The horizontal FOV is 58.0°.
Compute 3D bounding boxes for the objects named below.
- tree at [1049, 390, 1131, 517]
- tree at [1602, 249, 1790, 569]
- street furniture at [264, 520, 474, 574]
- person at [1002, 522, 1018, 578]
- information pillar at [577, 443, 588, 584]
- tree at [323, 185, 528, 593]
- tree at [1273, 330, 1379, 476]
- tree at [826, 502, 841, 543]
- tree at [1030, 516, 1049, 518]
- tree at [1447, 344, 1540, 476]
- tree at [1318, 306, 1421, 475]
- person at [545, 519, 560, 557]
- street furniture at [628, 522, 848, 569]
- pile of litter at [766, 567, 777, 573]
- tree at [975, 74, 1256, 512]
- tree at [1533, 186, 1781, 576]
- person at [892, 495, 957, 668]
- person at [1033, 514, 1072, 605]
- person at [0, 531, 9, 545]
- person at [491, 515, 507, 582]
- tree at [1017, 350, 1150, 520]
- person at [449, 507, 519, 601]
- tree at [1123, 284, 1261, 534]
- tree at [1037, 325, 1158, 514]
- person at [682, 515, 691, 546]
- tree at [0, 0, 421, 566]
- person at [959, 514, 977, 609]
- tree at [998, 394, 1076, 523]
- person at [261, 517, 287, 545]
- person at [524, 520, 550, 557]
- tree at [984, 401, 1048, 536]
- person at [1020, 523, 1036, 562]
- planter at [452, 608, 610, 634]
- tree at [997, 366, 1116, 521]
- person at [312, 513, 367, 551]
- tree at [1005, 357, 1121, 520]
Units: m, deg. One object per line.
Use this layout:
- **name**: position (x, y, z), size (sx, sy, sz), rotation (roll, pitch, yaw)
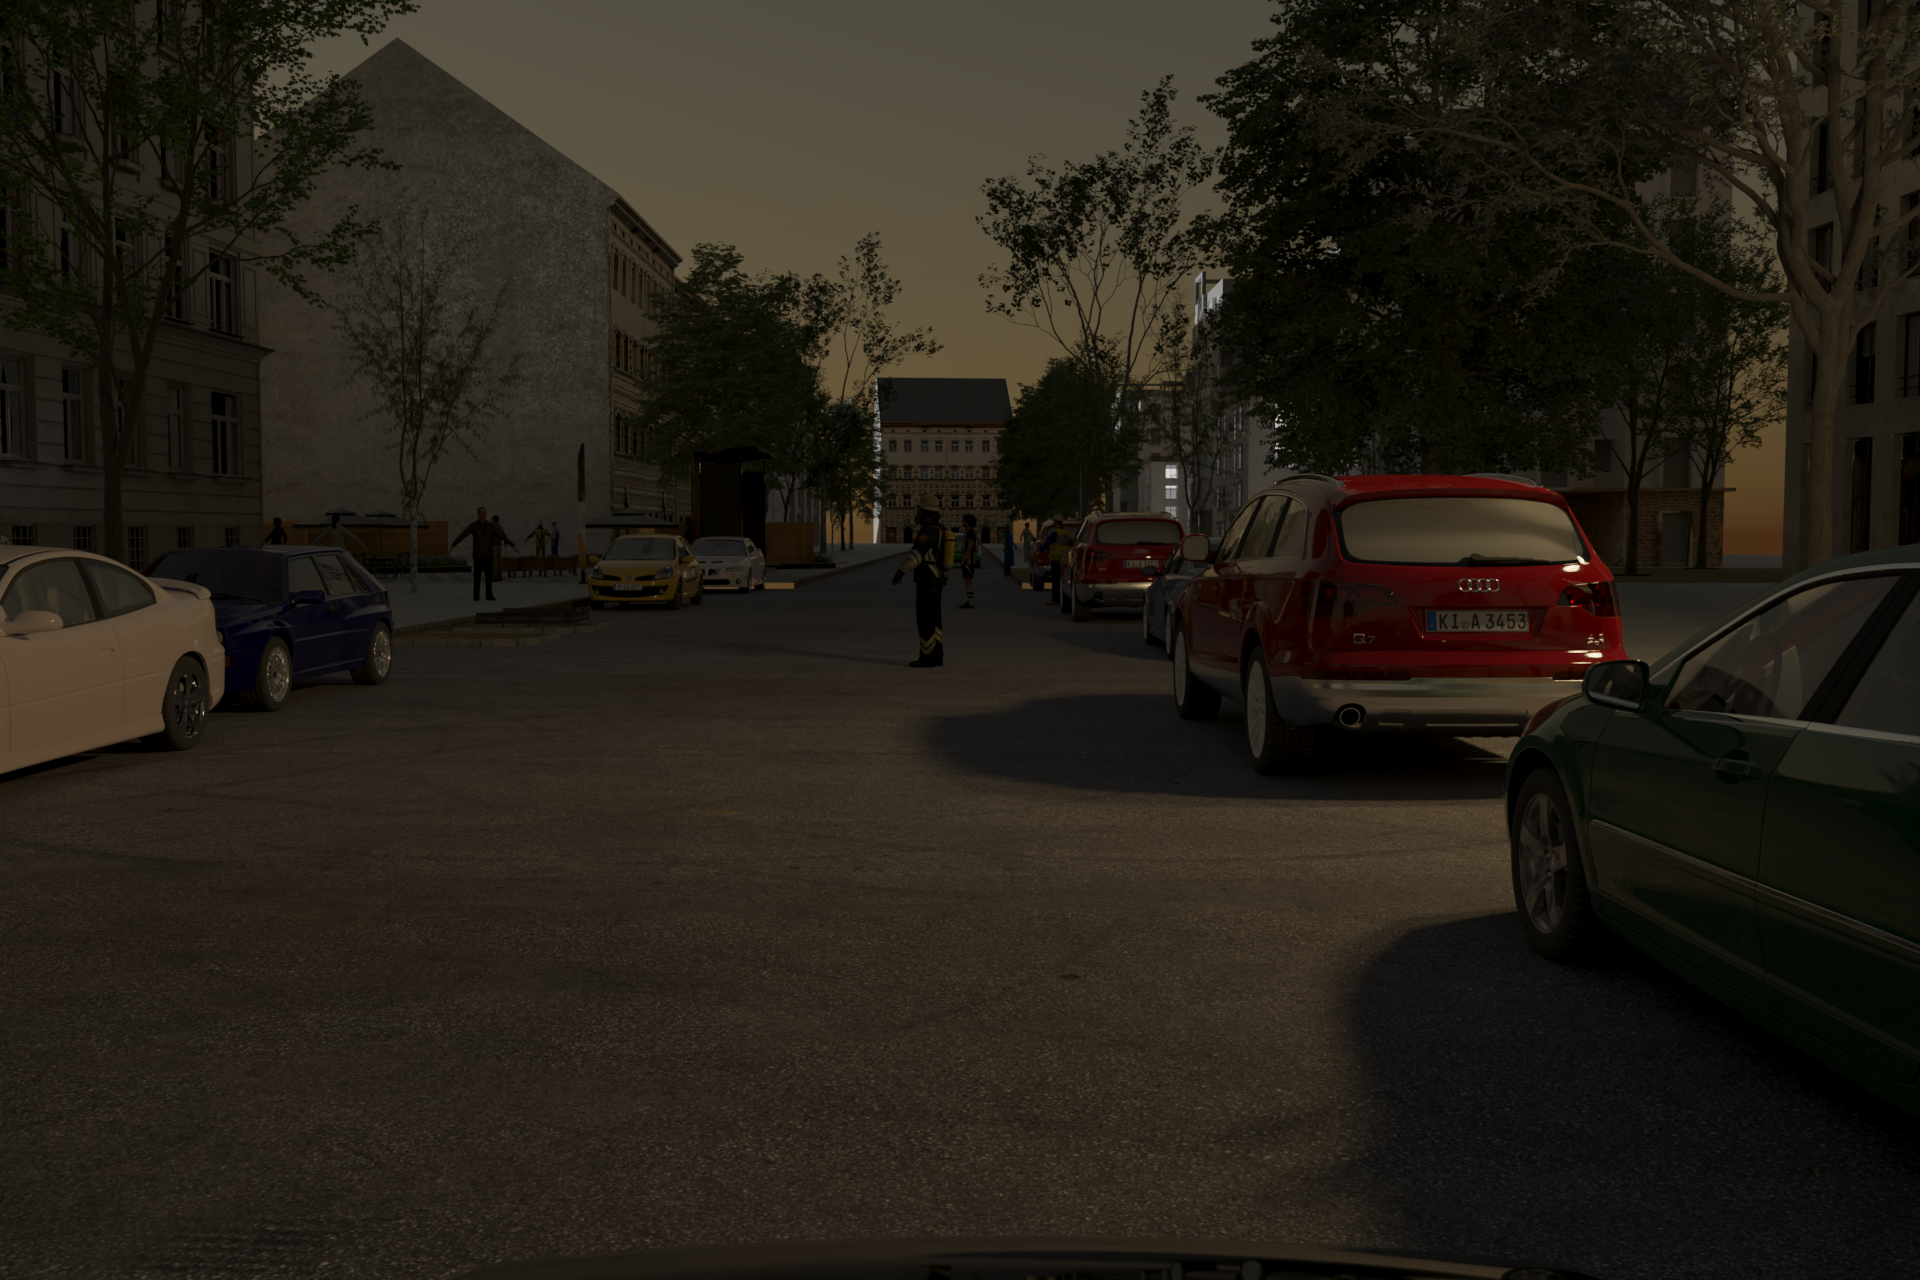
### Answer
- **tree**: position (6.302, -8.503, 89.391), size (4.360, 8.622, 3.978), rotation (0, 3, 0)
- **tree**: position (27.309, -8.395, 63.011), size (9.928, 11.665, 9.643), rotation (0, 3, 0)
- **street furniture**: position (-21.109, -3.065, 56.967), size (11.010, 1.723, 9.812), rotation (3, 5, 42)
- **person**: position (1.599, -2.936, 56.583), size (0.704, 1.817, 1.347), rotation (1, 4, 19)
- **information pillar**: position (-9.700, -3.247, 44.437), size (0.183, 3.616, 0.504), rotation (0, 3, 0)
- **tree**: position (-12.114, -5.327, 37.463), size (4.360, 8.622, 3.978), rotation (0, 3, 0)
- **tree**: position (13.361, -6.789, 61.367), size (4.737, 8.622, 4.395), rotation (0, 3, 0)
- **tree**: position (-16.924, -17.946, 243.780), size (4.360, 8.622, 3.978), rotation (0, 3, 0)
- **tree**: position (11.901, -18.861, 242.788), size (7.601, 10.594, 8.767), rotation (0, 4, -3)
- **tree**: position (19.179, -6.976, 64.415), size (4.737, 8.622, 4.395), rotation (0, 3, 0)
- **tree**: position (12.985, -6.388, 54.801), size (4.360, 8.622, 3.978), rotation (0, 3, 0)
- **person**: position (-15.297, -3.630, 65.203), size (0.705, 1.847, 1.347), rotation (0, 4, 6)
- **street furniture**: position (-8.423, -3.616, 65.984), size (9.812, 1.723, 11.010), rotation (-3, 5, -41)
- **pile of litter**: position (-6.711, -2.690, 57.941), size (1.176, 0.858, 1.719), rotation (0, 4, -1)
- **tree**: position (6.540, -13.303, 73.396), size (12.611, 20.169, 13.585), rotation (0, 3, 0)
- **tree**: position (20.607, -7.759, 52.612), size (9.928, 11.665, 9.643), rotation (0, 3, 0)
- **person**: position (-0.357, -0.640, 18.701), size (0.705, 1.856, 1.354), rotation (1, 4, 22)
- **person**: position (1.965, -1.626, 35.009), size (0.705, 1.833, 1.349), rotation (3, 5, 40)
- **person**: position (-19.319, -1.556, 34.670), size (0.799, 1.438, 0.628), rotation (2, 4, 26)
- **person**: position (-12.523, -2.471, 46.670), size (0.705, 1.796, 1.348), rotation (1, 4, 16)
- **tree**: position (7.087, -10.596, 98.992), size (9.928, 11.665, 9.643), rotation (0, 3, 0)
- **person**: position (-9.185, -1.662, 33.356), size (1.348, 1.807, 0.705), rotation (-2, 4, -30)
- **tree**: position (6.934, -6.173, 51.287), size (4.360, 8.622, 3.978), rotation (0, 3, 0)
- **tree**: position (4.935, -6.827, 61.977), size (4.737, 8.622, 4.395), rotation (0, 3, 0)
- **person**: position (-7.762, -2.647, 49.404), size (0.705, 1.813, 1.348), rotation (1, 4, 13)
- **tree**: position (-12.025, -6.053, 24.717), size (9.928, 11.665, 9.643), rotation (0, 3, 0)
- **person**: position (0.136, -1.516, 33.390), size (0.704, 1.843, 1.345), rotation (0, 4, -2)
- **tree**: position (6.379, -13.505, 138.925), size (7.486, 12.596, 7.792), rotation (0, 3, 0)
- **person**: position (-18.716, -2.481, 47.282), size (0.721, 1.740, 1.216), rotation (1, 4, 10)
- **person**: position (-17.485, -4.062, 72.183), size (1.354, 1.858, 0.705), rotation (0, 4, -8)
- **tree**: position (6.832, -14.981, 151.597), size (9.857, 13.997, 8.962), rotation (0, 3, 0)
- **person**: position (3.085, -4.445, 78.869), size (0.705, 1.806, 1.347), rotation (3, 4, 37)
- **planter**: position (-6.297, -0.284, 25.781), size (1.991, 0.319, 1.994), rotation (0, 4, 0)
- **tree**: position (6.885, -13.498, 127.350), size (9.857, 13.997, 8.962), rotation (0, 3, 0)
- **person**: position (-13.418, -1.868, 37.378), size (1.217, 1.735, 0.721), rotation (0, 4, -2)
- **tree**: position (6.740, -11.851, 111.894), size (7.486, 12.596, 7.792), rotation (0, 3, 0)
